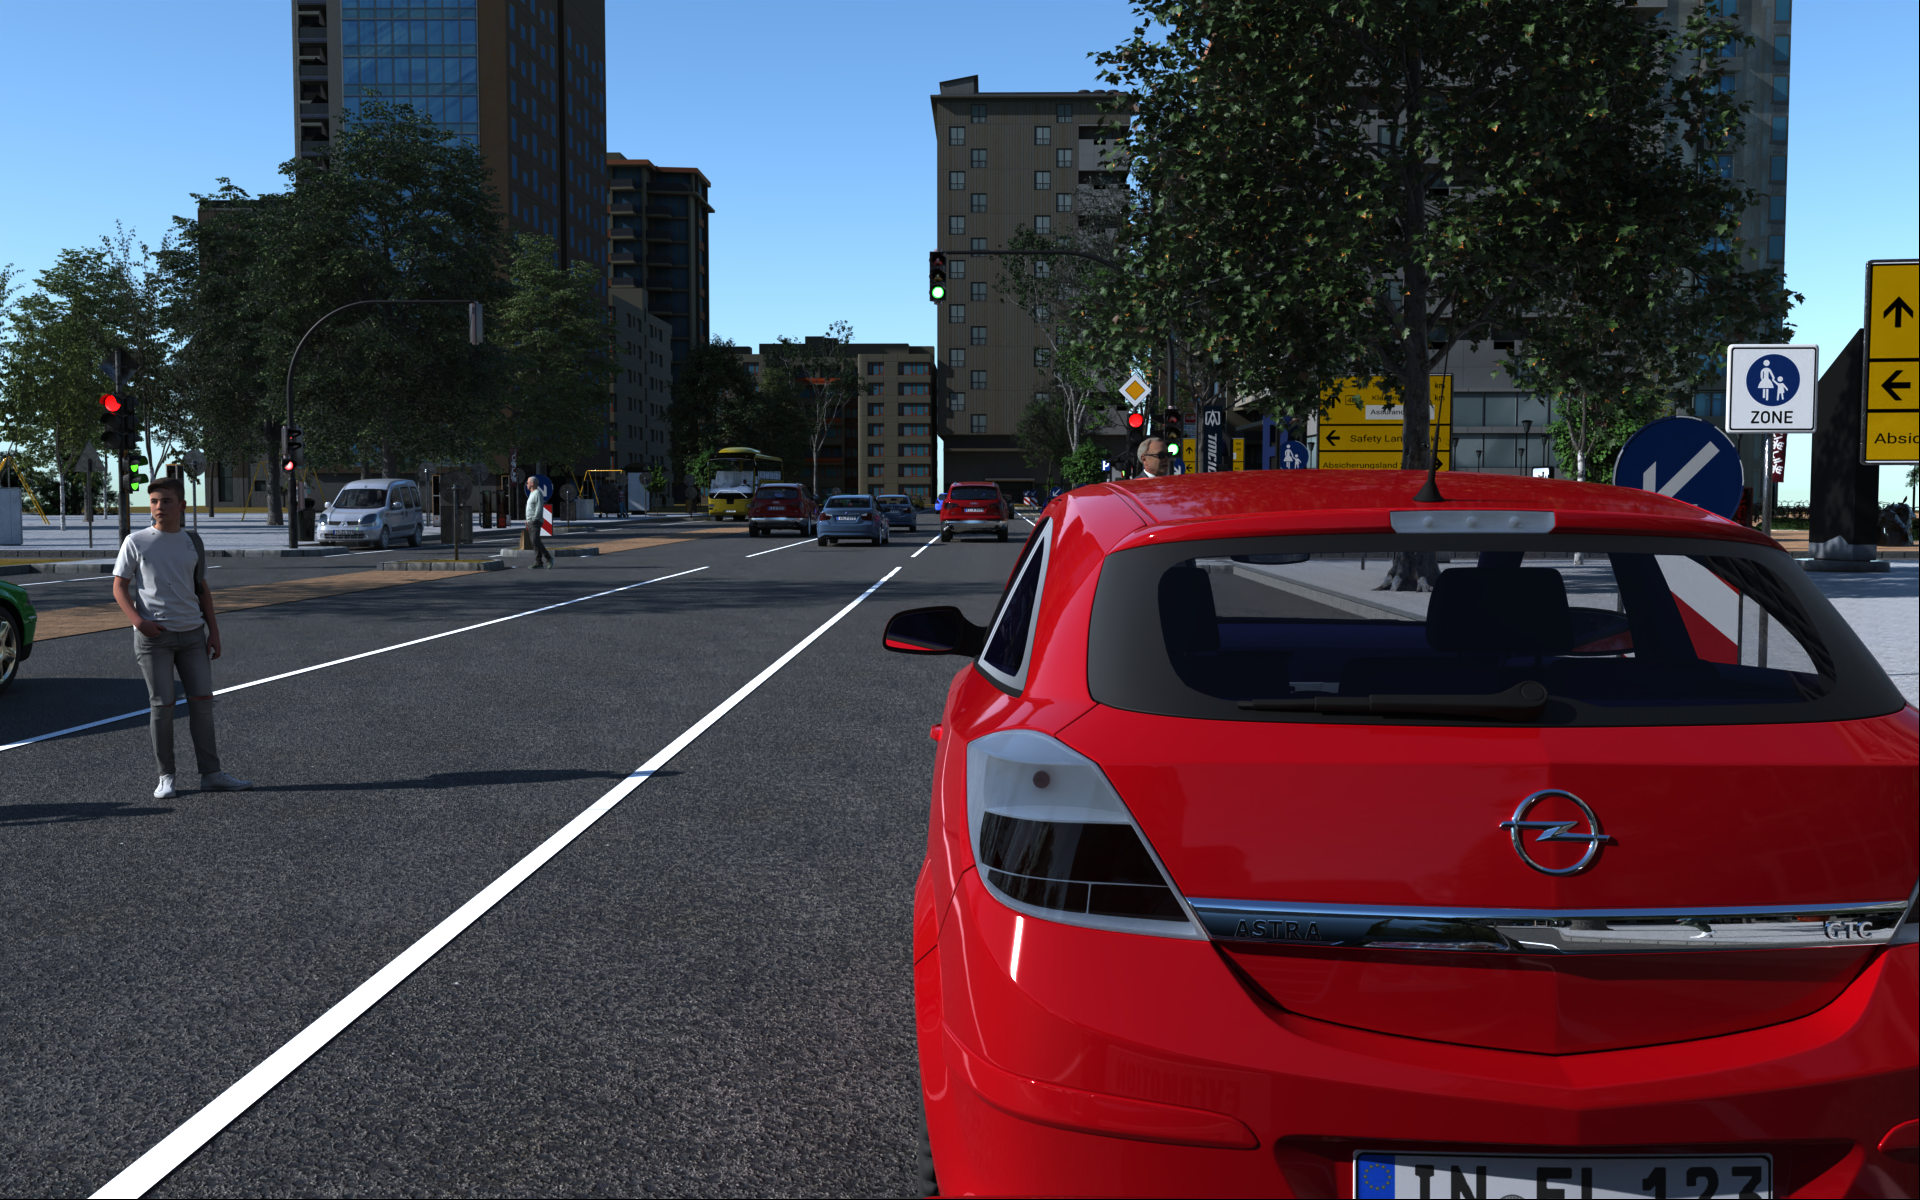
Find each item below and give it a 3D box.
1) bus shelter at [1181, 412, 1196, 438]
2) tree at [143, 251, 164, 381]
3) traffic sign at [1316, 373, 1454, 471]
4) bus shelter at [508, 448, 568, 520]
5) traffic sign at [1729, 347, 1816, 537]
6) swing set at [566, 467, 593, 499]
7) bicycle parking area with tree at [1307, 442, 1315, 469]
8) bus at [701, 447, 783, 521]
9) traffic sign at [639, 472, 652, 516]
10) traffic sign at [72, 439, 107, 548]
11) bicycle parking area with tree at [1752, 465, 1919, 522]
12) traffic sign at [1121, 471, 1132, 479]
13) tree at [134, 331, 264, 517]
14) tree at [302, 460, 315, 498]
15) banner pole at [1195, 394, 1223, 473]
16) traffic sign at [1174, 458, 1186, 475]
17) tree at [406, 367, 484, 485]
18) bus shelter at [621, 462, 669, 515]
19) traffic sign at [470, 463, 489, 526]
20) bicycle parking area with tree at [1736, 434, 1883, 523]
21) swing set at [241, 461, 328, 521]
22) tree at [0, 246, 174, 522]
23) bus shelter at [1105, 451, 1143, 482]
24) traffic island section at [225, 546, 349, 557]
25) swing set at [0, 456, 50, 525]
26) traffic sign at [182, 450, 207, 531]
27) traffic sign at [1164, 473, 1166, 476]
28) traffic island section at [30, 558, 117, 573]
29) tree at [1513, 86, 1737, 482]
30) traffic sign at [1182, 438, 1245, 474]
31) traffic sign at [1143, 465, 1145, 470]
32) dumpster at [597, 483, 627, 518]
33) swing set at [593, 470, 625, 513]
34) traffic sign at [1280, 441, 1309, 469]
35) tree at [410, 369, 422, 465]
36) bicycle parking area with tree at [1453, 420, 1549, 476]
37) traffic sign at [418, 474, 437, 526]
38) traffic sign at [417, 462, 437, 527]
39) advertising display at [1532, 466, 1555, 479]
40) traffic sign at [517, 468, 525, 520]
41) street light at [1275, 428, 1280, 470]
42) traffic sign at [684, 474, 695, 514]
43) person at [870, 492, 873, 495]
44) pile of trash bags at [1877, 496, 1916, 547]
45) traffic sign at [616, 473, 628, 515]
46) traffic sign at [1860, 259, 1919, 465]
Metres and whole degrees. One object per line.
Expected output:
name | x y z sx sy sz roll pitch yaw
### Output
bus shelter | 10.544 -6.421 82.611 2.179 5.291 8.768 0 4 1
tree | -28.103 -10.048 70.943 9.857 13.997 8.962 0 3 0
traffic sign | 7.143 -2.161 29.200 2.265 3.308 0.079 0 4 3
bus shelter | -21.168 -5.894 87.646 1.731 3.624 6.357 0 4 1
traffic sign | 5.548 -0.598 11.910 0.606 2.300 0.079 0 4 2
swing set | -22.797 -6.066 96.797 3.119 2.851 2.862 3 5 41
bicycle parking area with tree | 16.860 -6.652 95.769 8.231 4.147 9.016 0 4 8
bus | -11.636 -6.298 94.513 2.896 3.916 12.252 0 4 1
traffic sign | -18.142 -6.105 99.921 0.768 2.556 0.104 0 4 6
traffic sign | -20.700 -2.518 41.178 0.884 2.594 0.081 1 4 9
bicycle parking area with tree | 48.210 -6.395 91.559 9.016 4.147 8.231 -1 4 -12
traffic sign | 7.533 -4.700 76.946 0.768 2.556 0.104 0 4 5
tree | -41.815 -9.891 96.128 8.767 10.594 7.601 0 4 -7
tree | -42.208 -9.906 112.328 4.360 8.622 3.978 0 3 0
banner pole | 6.140 -3.255 43.239 0.863 3.779 0.401 1 4 10
traffic sign | 7.426 -3.661 59.962 0.768 2.556 0.104 0 4 8
tree | -25.150 -8.149 83.602 4.360 8.622 3.978 0 3 0
bus shelter | -20.041 -7.132 110.526 2.014 3.302 5.546 0 4 1
traffic sign | -19.533 -4.301 70.434 0.768 2.556 0.104 0 4 2
bicycle parking area with tree | 38.082 -5.931 83.967 9.016 4.147 8.231 0 4 6
swing set | -32.178 -5.189 82.457 3.119 2.851 2.862 1 4 18
tree | -39.938 -9.897 79.948 7.486 12.596 7.792 0 3 0
bus shelter | 7.946 -5.310 80.737 2.014 3.302 5.546 0 4 1
traffic island section | -15.746 -1.137 40.872 2.009 0.180 2.903 0 4 1
swing set | -40.298 -4.635 73.402 2.862 2.851 3.119 -2 4 -30
traffic sign | -21.996 -3.037 49.756 0.768 2.556 0.104 0 4 7
traffic sign | 6.655 -3.532 57.853 0.768 2.556 0.104 0 4 5
traffic island section | -15.889 -0.649 32.889 2.009 0.180 2.903 0 4 1
tree | 11.440 -4.938 31.098 4.360 8.622 3.978 0 3 0
traffic sign | 9.132 -4.199 62.524 2.265 3.308 0.079 0 4 3
traffic sign | 6.654 -3.628 59.422 0.768 2.556 0.104 1 4 8
dumpster | -18.718 -5.346 93.166 1.264 1.857 1.865 0 4 1
swing set | -23.136 -7.087 113.499 3.119 2.851 2.862 2 4 26
traffic sign | 7.888 -2.513 41.188 0.768 2.556 0.104 0 4 6
tree | -30.203 -11.350 103.696 7.486 12.596 7.792 0 3 0
bicycle parking area with tree | 22.507 -4.760 64.836 9.016 4.147 8.231 0 4 -1
traffic sign | -21.201 -4.231 69.183 0.884 2.594 0.081 0 4 3
traffic sign | -20.958 -4.159 68.107 0.768 2.556 0.104 0 4 3
advertising display | 13.479 -2.134 40.099 0.123 1.923 0.974 0 4 -5
traffic sign | -21.519 -5.146 84.240 0.768 2.556 0.104 0 4 6
street light | 5.331 -3.635 31.968 1.470 5.913 1.316 0 4 1
traffic sign | -17.064 -6.674 109.222 0.768 2.556 0.104 0 4 6
person | -9.150 -10.302 178.401 0.415 1.643 0.593 1 4 10
pile of trash bags | 23.207 -2.020 42.772 1.912 1.369 3.447 -3 5 -41
traffic sign | -20.695 -6.483 106.101 0.768 2.556 0.104 0 4 7
traffic sign | 8.986 -1.290 14.961 2.265 3.308 0.079 1 4 10
